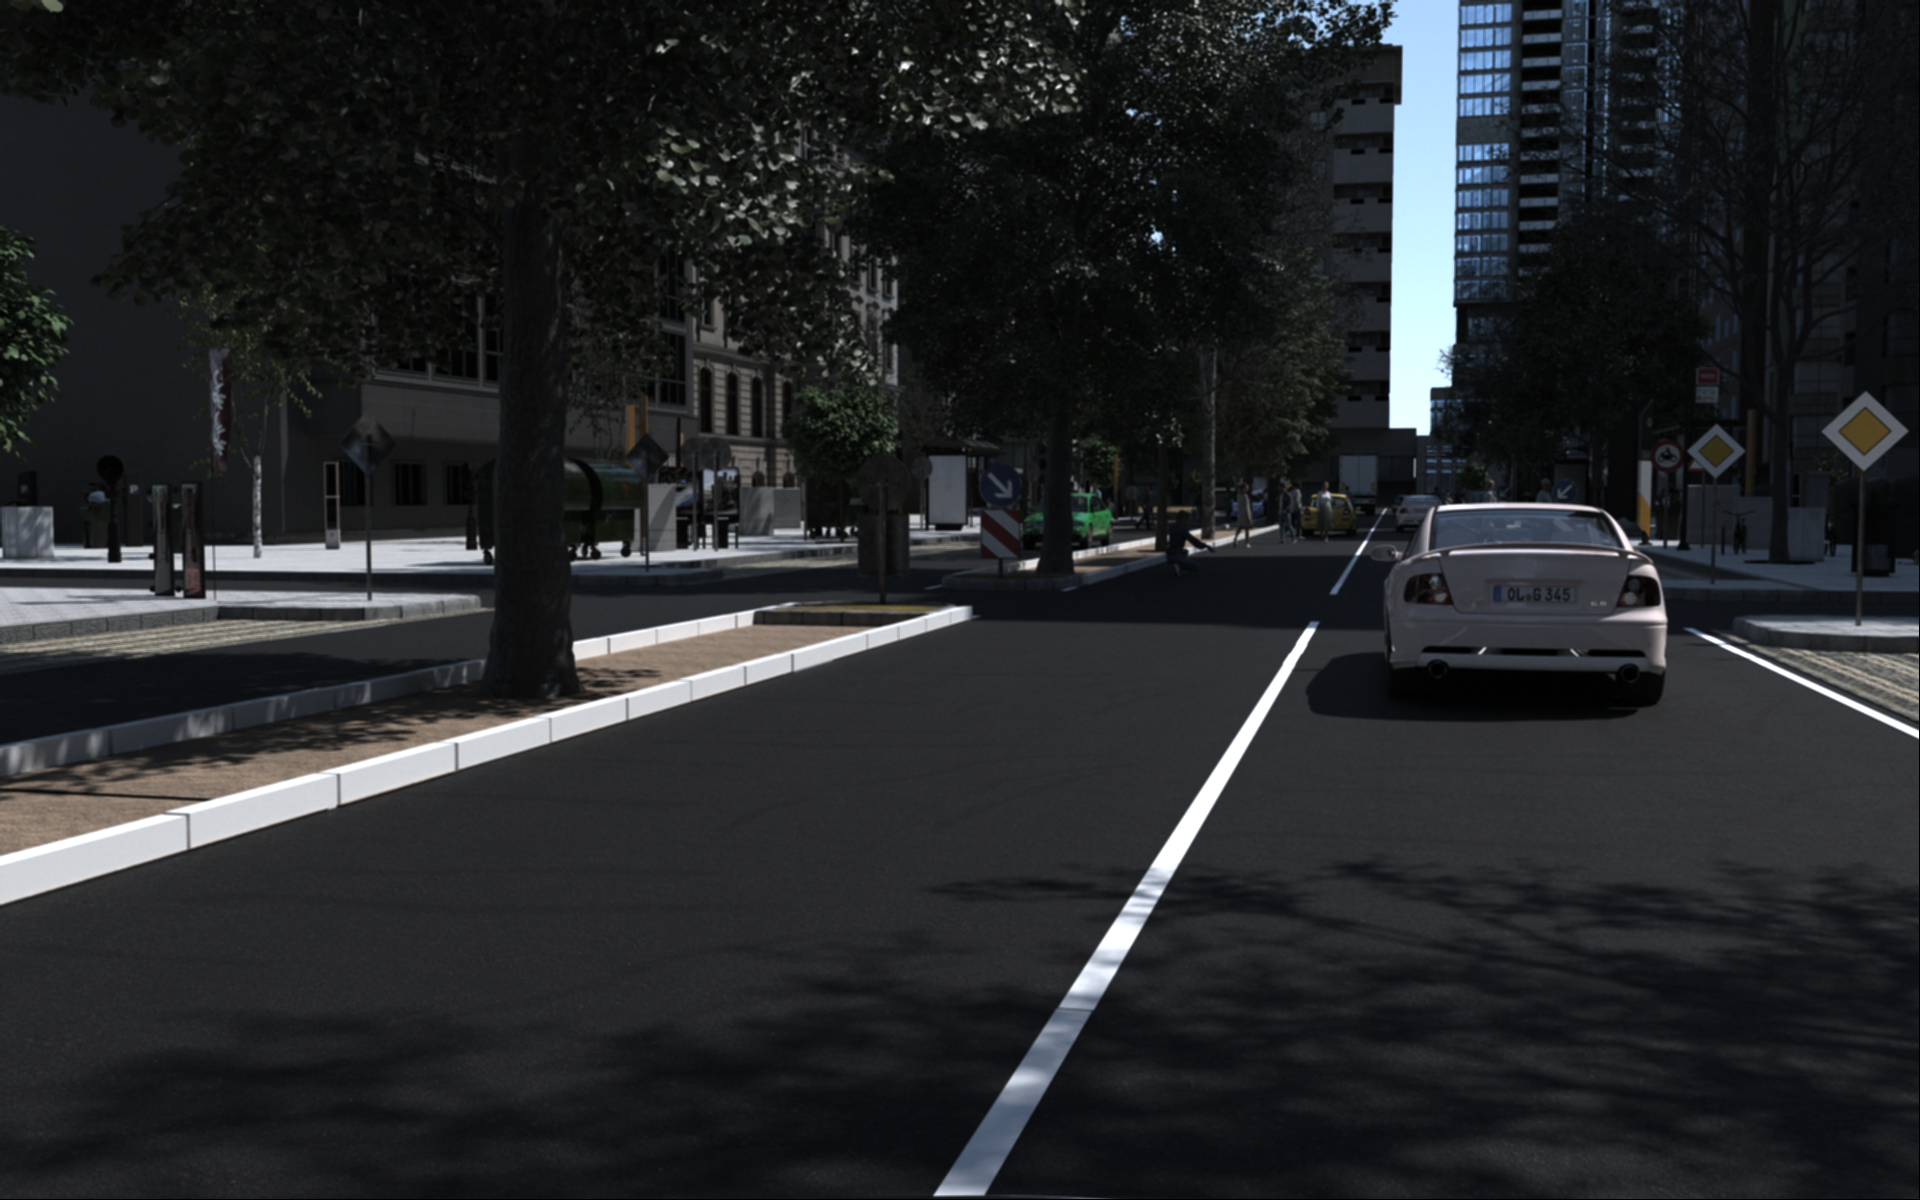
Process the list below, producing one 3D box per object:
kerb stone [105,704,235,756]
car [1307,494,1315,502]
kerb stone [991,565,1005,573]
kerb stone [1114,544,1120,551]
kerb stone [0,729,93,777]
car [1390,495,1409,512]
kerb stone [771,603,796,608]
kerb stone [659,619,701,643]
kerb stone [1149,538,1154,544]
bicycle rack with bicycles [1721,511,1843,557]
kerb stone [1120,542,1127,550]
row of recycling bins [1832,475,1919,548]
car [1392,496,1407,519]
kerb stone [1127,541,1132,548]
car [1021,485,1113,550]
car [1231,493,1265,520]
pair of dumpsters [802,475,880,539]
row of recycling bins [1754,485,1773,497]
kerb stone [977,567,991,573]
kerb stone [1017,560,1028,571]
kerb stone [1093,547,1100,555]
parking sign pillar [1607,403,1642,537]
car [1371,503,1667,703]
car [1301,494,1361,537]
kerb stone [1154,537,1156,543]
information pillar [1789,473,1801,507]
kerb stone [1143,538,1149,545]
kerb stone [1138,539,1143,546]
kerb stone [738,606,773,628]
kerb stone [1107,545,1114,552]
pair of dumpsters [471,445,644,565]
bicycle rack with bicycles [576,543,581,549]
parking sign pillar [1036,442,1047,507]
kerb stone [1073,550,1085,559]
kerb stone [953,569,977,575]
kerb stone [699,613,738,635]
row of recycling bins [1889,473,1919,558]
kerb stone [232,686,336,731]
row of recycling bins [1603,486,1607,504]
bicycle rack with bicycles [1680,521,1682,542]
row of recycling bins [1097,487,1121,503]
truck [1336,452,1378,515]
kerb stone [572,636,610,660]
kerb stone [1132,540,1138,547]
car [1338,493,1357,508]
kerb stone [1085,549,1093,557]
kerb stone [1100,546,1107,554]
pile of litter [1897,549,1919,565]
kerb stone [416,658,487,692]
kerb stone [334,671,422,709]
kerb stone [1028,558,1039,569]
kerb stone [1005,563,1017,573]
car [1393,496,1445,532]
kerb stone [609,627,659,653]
[{"bbox_3d":[-4.562,0.750,9.955,0.120,0.150,1.000,1,4,14],"label":"kerb stone"},{"bbox_3d":[19.527,-5.126,92.611,1.959,1.807,4.718,1,4,14],"label":"car"},{"bbox_3d":[0.568,-0.498,30.375,0.120,0.150,1.000,1,4,14],"label":"kerb stone"},{"bbox_3d":[3.813,-1.291,43.308,0.120,0.150,1.000,1,4,14],"label":"kerb stone"},{"bbox_3d":[-4.818,0.809,8.961,0.120,0.150,1.000,1,4,14],"label":"kerb stone"},{"bbox_3d":[35.166,-7.635,137.405,1.945,1.354,3.894,1,4,12],"label":"car"},{"bbox_3d":[-2.063,0.139,19.928,0.120,0.150,1.000,1,4,14],"label":"kerb stone"},{"bbox_3d":[-2.811,0.321,16.944,0.120,0.150,1.000,1,4,14],"label":"kerb stone"},{"bbox_3d":[5.309,-1.656,49.276,0.120,0.150,1.000,1,4,14],"label":"kerb stone"},{"bbox_3d":[17.369,-1.438,36.901,2.852,0.926,2.925,2,4,24],"label":"bicycle rack with bicycles"},{"bbox_3d":[4.070,-1.352,44.307,0.120,0.150,1.000,1,4,14],"label":"kerb stone"},{"bbox_3d":[23.899,-2.296,44.654,3.534,1.692,1.069,-2,4,-28],"label":"row of recycling bins"},{"bbox_3d":[26.435,-5.469,101.994,1.945,1.354,3.894,1,4,14],"label":"car"},{"bbox_3d":[4.310,-1.413,45.301,0.120,0.150,1.000,1,4,14],"label":"kerb stone"},{"bbox_3d":[2.891,-2.280,46.078,1.959,1.807,4.718,1,4,16],"label":"car"},{"bbox_3d":[16.176,-5.375,97.476,1.945,1.707,3.694,1,4,13],"label":"car"},{"bbox_3d":[-3.322,-2.985,51.298,1.574,2.255,4.437,1,4,14],"label":"pair of dumpsters"},{"bbox_3d":[36.033,-4.293,77.311,1.069,1.692,3.534,2,4,31],"label":"row of recycling bins"},{"bbox_3d":[0.309,-0.439,29.372,0.120,0.150,1.000,1,4,14],"label":"kerb stone"},{"bbox_3d":[1.070,-0.617,32.367,0.120,0.150,1.000,1,4,14],"label":"kerb stone"},{"bbox_3d":[3.063,-1.109,40.323,0.120,0.150,1.000,1,4,14],"label":"kerb stone"},{"bbox_3d":[20.025,-3.890,52.076,1.447,3.967,1.447,-1,4,-12],"label":"parking sign pillar"},{"bbox_3d":[4.247,-0.065,13.420,2.083,1.381,4.827,1,4,14],"label":"car"},{"bbox_3d":[12.725,-3.016,59.542,2.015,1.641,3.980,1,4,16],"label":"car"},{"bbox_3d":[5.565,-1.716,50.266,0.120,0.150,1.000,1,4,14],"label":"kerb stone"},{"bbox_3d":[29.212,-3.432,60.601,0.304,2.012,0.304,1,4,15],"label":"information pillar"},{"bbox_3d":[5.065,-1.596,48.283,0.120,0.150,1.000,1,4,14],"label":"kerb stone"},{"bbox_3d":[4.807,-1.535,47.294,0.120,0.150,1.000,1,4,14],"label":"kerb stone"},{"bbox_3d":[-2.306,0.202,18.926,0.120,0.150,1.000,1,4,14],"label":"kerb stone"},{"bbox_3d":[3.557,-1.221,42.314,0.120,0.150,1.000,1,4,14],"label":"kerb stone"},{"bbox_3d":[-7.656,-1.877,33.176,1.574,2.255,4.437,1,4,14],"label":"pair of dumpsters"},{"bbox_3d":[-9.753,-1.738,41.799,2.852,0.926,2.925,0,4,3],"label":"bicycle rack with bicycles"},{"bbox_3d":[4.199,-5.826,83.726,1.447,3.967,1.447,-3,5,-45],"label":"parking sign pillar"},{"bbox_3d":[2.561,-0.987,38.332,0.120,0.150,1.000,1,4,14],"label":"kerb stone"},{"bbox_3d":[0.060,-0.378,28.379,0.120,0.150,1.000,1,4,14],"label":"kerb stone"},{"bbox_3d":[-2.566,0.262,17.938,0.120,0.150,1.000,1,4,14],"label":"kerb stone"},{"bbox_3d":[20.273,-1.730,35.403,3.534,1.692,1.069,-2,4,-27],"label":"row of recycling bins"},{"bbox_3d":[-4.313,0.688,10.950,0.120,0.150,1.000,1,4,14],"label":"kerb stone"},{"bbox_3d":[33.515,-5.036,89.447,1.069,1.692,3.534,-2,4,-32],"label":"row of recycling bins"},{"bbox_3d":[20.394,-1.980,45.762,2.852,0.926,2.925,-1,4,-16],"label":"bicycle rack with bicycles"},{"bbox_3d":[8.636,-5.763,101.343,1.069,1.692,3.534,1,4,21],"label":"row of recycling bins"},{"bbox_3d":[27.643,-8.049,120.508,2.839,4.237,11.283,1,4,12],"label":"truck"},{"bbox_3d":[-3.316,0.443,14.948,0.120,0.150,1.000,1,4,14],"label":"kerb stone"},{"bbox_3d":[4.562,-1.474,46.295,0.120,0.150,1.000,1,4,14],"label":"kerb stone"},{"bbox_3d":[24.384,-6.241,110.841,1.959,1.807,4.718,1,4,14],"label":"car"},{"bbox_3d":[2.817,-1.048,39.327,0.120,0.150,1.000,1,4,14],"label":"kerb stone"},{"bbox_3d":[3.314,-1.170,41.321,0.120,0.150,1.000,1,4,14],"label":"kerb stone"},{"bbox_3d":[17.978,-1.079,31.613,1.719,0.858,1.176,0,4,7],"label":"pile of litter"},{"bbox_3d":[-3.812,0.567,12.952,0.120,0.150,1.000,1,4,14],"label":"kerb stone"},{"bbox_3d":[-4.060,0.632,11.956,0.120,0.150,1.000,1,4,14],"label":"kerb stone"},{"bbox_3d":[1.321,-0.681,33.357,0.120,0.150,1.000,1,4,14],"label":"kerb stone"},{"bbox_3d":[0.815,-0.556,31.368,0.120,0.150,1.000,1,4,14],"label":"kerb stone"},{"bbox_3d":[17.702,-3.313,66.524,2.083,1.381,4.827,1,4,13],"label":"car"},{"bbox_3d":[-3.058,0.382,15.946,0.120,0.150,1.000,1,4,14],"label":"kerb stone"}]
